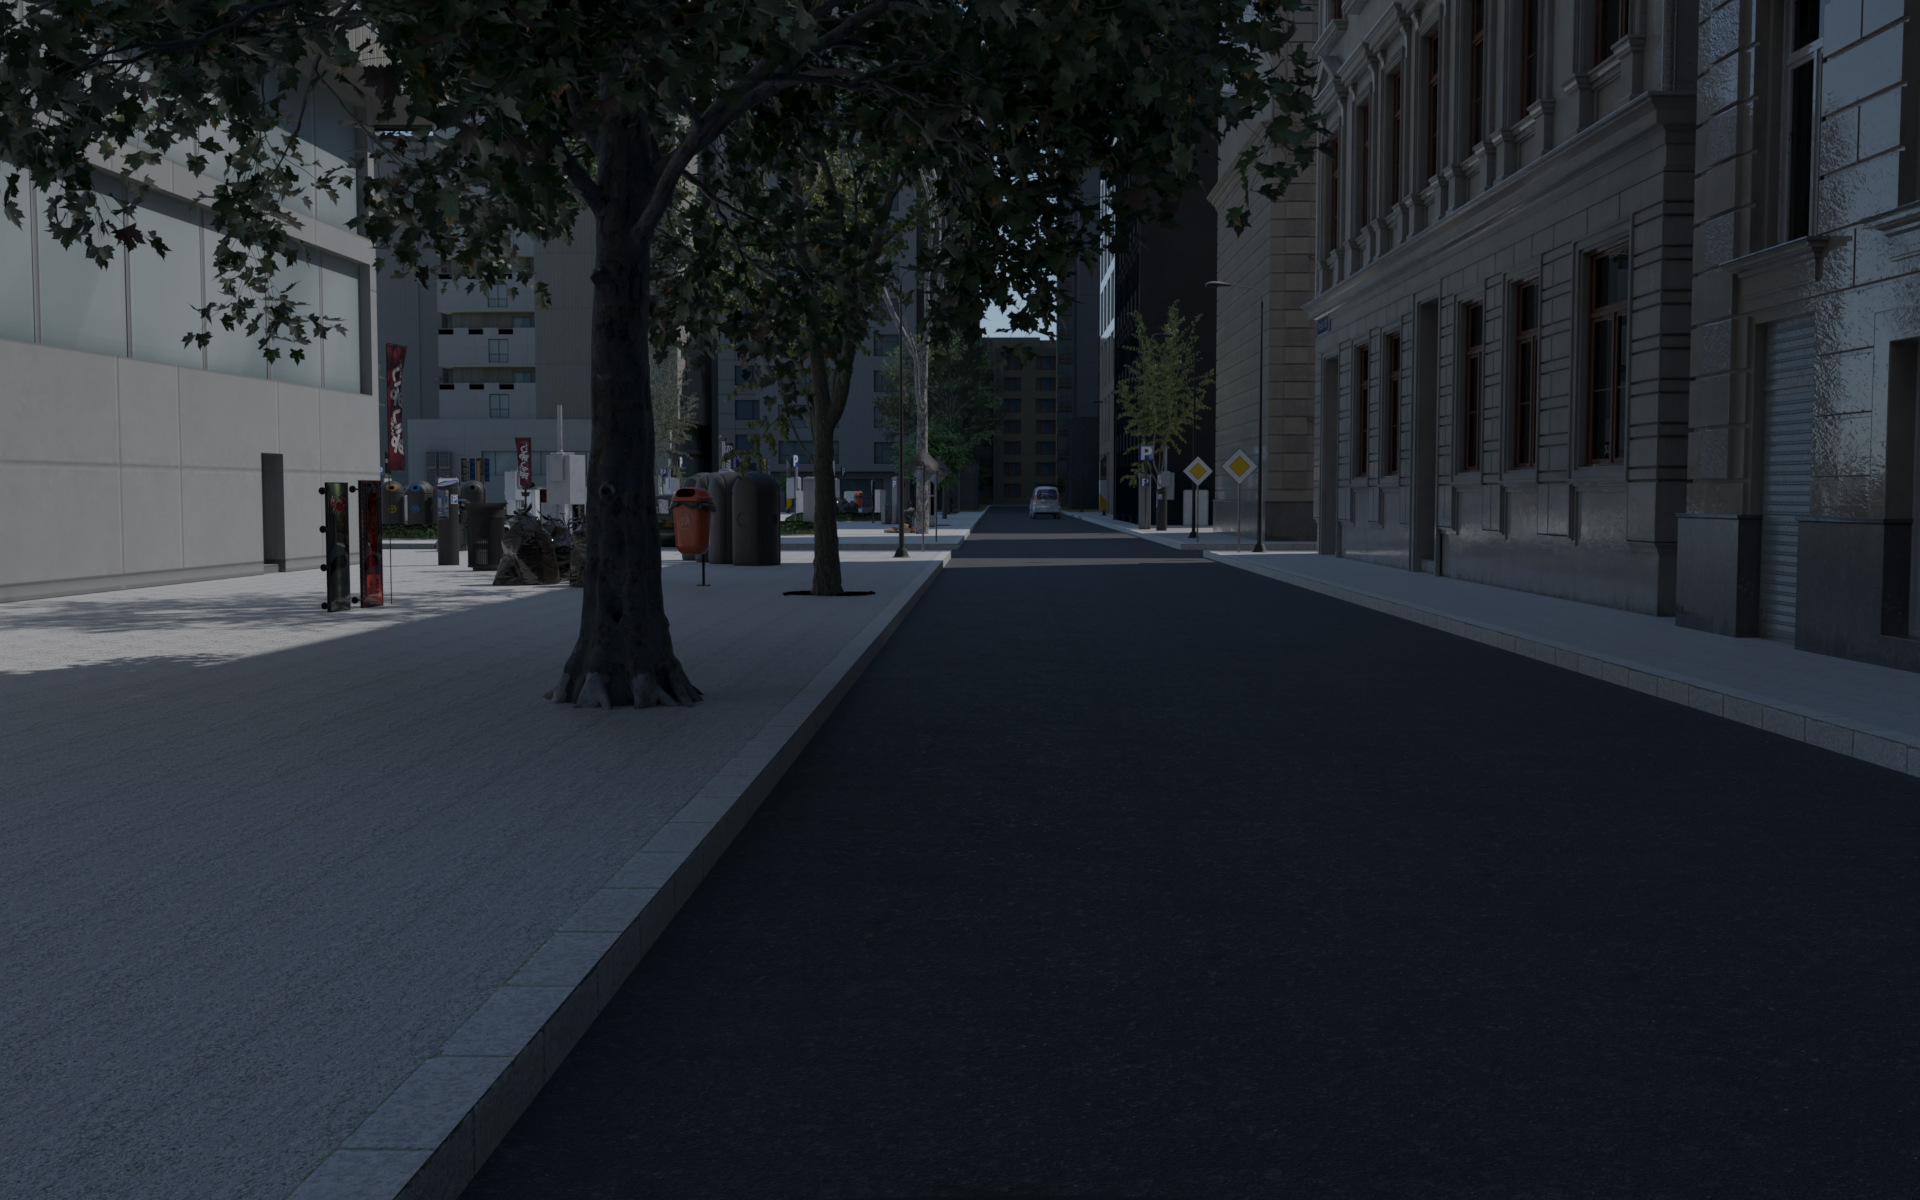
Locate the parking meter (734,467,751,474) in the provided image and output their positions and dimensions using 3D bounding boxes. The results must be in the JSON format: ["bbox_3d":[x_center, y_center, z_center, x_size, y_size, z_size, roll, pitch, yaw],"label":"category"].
[{"bbox_3d":[-4.680,-1.952,37.619,0.399,1.863,0.255,-2,4,-30],"label":"parking meter"}]

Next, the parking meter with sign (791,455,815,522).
[{"bbox_3d":[-6.526,-4.893,76.254,1.738,3.016,0.543,1,4,22],"label":"parking meter with sign"}]

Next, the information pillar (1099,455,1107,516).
[{"bbox_3d":[8.526,-6.839,103.167,0.504,3.616,0.183,-2,4,-30],"label":"information pillar"}]

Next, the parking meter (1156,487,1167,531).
[{"bbox_3d":[7.045,-3.187,60.516,0.372,1.533,0.369,0,3,0],"label":"parking meter"}]

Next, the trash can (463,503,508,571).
[{"bbox_3d":[-7.922,-1.058,28.947,0.748,1.137,0.748,0,3,0],"label":"trash can"}]

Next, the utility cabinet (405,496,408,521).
[{"bbox_3d":[-23.330,-3.872,74.472,1.020,1.237,0.306,0,4,-4],"label":"utility cabinet"}]

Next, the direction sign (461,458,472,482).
[{"bbox_3d":[-31.231,-7.219,110.029,0.876,3.537,0.379,-2,4,-25],"label":"direction sign"}]

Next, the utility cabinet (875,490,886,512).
[{"bbox_3d":[-3.999,-4.791,87.019,0.318,1.500,1.173,-1,4,-16],"label":"utility cabinet"}]

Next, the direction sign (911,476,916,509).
[{"bbox_3d":[-2.583,-6.541,98.941,0.379,3.537,0.876,2,4,24],"label":"direction sign"}]

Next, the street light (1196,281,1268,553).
[{"bbox_3d":[6.058,-4.003,37.986,1.470,5.913,1.316,0,4,1],"label":"street light"}]

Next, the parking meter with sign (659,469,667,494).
[{"bbox_3d":[-19.972,-7.461,118.246,0.543,3.016,1.738,-2,4,-30],"label":"parking meter with sign"}]

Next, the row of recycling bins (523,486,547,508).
[{"bbox_3d":[-26.757,-6.370,111.267,3.534,1.692,1.069,3,4,38],"label":"row of recycling bins"}]

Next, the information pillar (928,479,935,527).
[{"bbox_3d":[-1.185,-3.819,66.929,0.304,2.012,0.304,3,4,38],"label":"information pillar"}]

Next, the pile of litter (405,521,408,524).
[{"bbox_3d":[-20.053,-3.032,63.545,1.176,0.858,1.719,3,4,38],"label":"pile of litter"}]

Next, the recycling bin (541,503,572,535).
[{"bbox_3d":[-11.805,-2.334,50.722,0.722,1.027,0.722,0,4,5],"label":"recycling bin"}]

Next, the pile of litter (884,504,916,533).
[{"bbox_3d":[-1.878,-2.633,57.011,1.176,0.858,1.719,-1,4,-16],"label":"pile of litter"}]

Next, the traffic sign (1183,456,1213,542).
[{"bbox_3d":[6.312,-2.592,46.017,0.795,2.450,0.064,0,4,1],"label":"traffic sign"}]

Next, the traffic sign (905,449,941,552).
[{"bbox_3d":[-0.815,-2.115,38.215,0.795,2.450,0.064,0,4,1],"label":"traffic sign"}]

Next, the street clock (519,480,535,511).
[{"bbox_3d":[-15.486,-3.498,61.762,0.358,2.002,0.471,1,4,13],"label":"street clock"}]

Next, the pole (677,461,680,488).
[{"bbox_3d":[-17.526,-6.975,107.891,0.158,3.312,0.155,0,3,0],"label":"pole"}]

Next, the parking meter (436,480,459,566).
[{"bbox_3d":[-9.221,-1.393,31.191,0.372,1.533,0.369,0,3,0],"label":"parking meter"}]

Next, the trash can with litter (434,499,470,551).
[{"bbox_3d":[-11.475,-1.687,38.972,1.055,1.170,0.624,3,4,38],"label":"trash can with litter"}]

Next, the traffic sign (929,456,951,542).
[{"bbox_3d":[-0.630,-2.603,46.198,0.795,2.450,0.064,0,4,1],"label":"traffic sign"}]

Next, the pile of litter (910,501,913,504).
[{"bbox_3d":[-2.875,-5.009,95.868,1.719,0.858,1.176,1,4,16],"label":"pile of litter"}]

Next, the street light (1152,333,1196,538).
[{"bbox_3d":[6.253,-4.751,50.227,1.470,5.913,1.316,0,4,1],"label":"street light"}]

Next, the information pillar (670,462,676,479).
[{"bbox_3d":[-20.241,-7.992,122.027,0.504,3.616,0.183,1,4,10],"label":"information pillar"}]

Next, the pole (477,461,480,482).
[{"bbox_3d":[-30.023,-6.987,108.076,0.158,3.312,0.155,0,3,0],"label":"pole"}]

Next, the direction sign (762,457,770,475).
[{"bbox_3d":[-11.872,-6.990,106.289,0.379,3.537,0.876,2,4,25],"label":"direction sign"}]

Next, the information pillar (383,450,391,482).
[{"bbox_3d":[-30.636,-6.198,92.696,0.183,3.616,0.504,2,4,25],"label":"information pillar"}]

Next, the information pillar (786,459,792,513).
[{"bbox_3d":[-11.370,-7.569,115.114,0.183,3.616,0.504,-3,5,-42],"label":"information pillar"}]

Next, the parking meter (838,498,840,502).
[{"bbox_3d":[-8.405,-6.886,118.292,0.399,1.863,0.255,-1,4,-13],"label":"parking meter"}]

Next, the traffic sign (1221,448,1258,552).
[{"bbox_3d":[6.127,-2.103,38.034,0.795,2.450,0.064,0,4,1],"label":"traffic sign"}]

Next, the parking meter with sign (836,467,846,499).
[{"bbox_3d":[-8.319,-7.107,112.466,1.738,3.016,0.543,2,4,24],"label":"parking meter with sign"}]

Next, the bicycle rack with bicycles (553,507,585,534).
[{"bbox_3d":[-10.028,-2.124,48.103,2.925,0.926,2.852,-1,4,-21],"label":"bicycle rack with bicycles"}]

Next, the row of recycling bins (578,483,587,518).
[{"bbox_3d":[-13.831,-3.622,66.335,1.069,1.692,3.534,3,5,40],"label":"row of recycling bins"}]

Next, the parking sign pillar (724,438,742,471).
[{"bbox_3d":[-10.886,-5.797,83.253,1.447,3.967,1.447,1,4,16],"label":"parking sign pillar"}]

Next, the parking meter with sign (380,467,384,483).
[{"bbox_3d":[-36.431,-6.998,110.672,0.543,3.016,1.738,1,4,22],"label":"parking meter with sign"}]

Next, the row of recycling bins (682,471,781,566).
[{"bbox_3d":[-4.337,-1.543,32.343,1.069,1.692,3.534,-2,4,-28],"label":"row of recycling bins"}]

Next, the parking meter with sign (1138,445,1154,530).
[{"bbox_3d":[6.739,-4.078,62.943,0.543,3.016,1.738,0,4,5],"label":"parking meter with sign"}]

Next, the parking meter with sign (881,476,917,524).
[{"bbox_3d":[-2.538,-4.746,73.860,1.738,3.016,0.543,-2,4,-34],"label":"parking meter with sign"}]

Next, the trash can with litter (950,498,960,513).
[{"bbox_3d":[-0.564,-6.332,114.915,1.055,1.170,0.624,-2,4,-29],"label":"trash can with litter"}]

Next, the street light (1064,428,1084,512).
[{"bbox_3d":[7.970,-9.087,121.109,1.470,5.913,1.316,0,4,1],"label":"street light"}]

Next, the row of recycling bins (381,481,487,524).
[{"bbox_3d":[-16.240,-2.828,53.344,3.534,1.692,1.069,1,4,10],"label":"row of recycling bins"}]

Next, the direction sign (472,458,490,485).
[{"bbox_3d":[-30.212,-7.202,109.755,0.876,3.537,0.379,-3,5,-41],"label":"direction sign"}]

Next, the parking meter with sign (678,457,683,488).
[{"bbox_3d":[-12.197,-5.158,80.600,1.738,3.016,0.543,0,4,5],"label":"parking meter with sign"}]

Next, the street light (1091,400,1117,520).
[{"bbox_3d":[7.207,-6.937,85.963,1.470,5.913,1.316,0,4,1],"label":"street light"}]

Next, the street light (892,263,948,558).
[{"bbox_3d":[-0.642,-3.811,34.843,1.470,5.913,1.316,0,4,1],"label":"street light"}]
